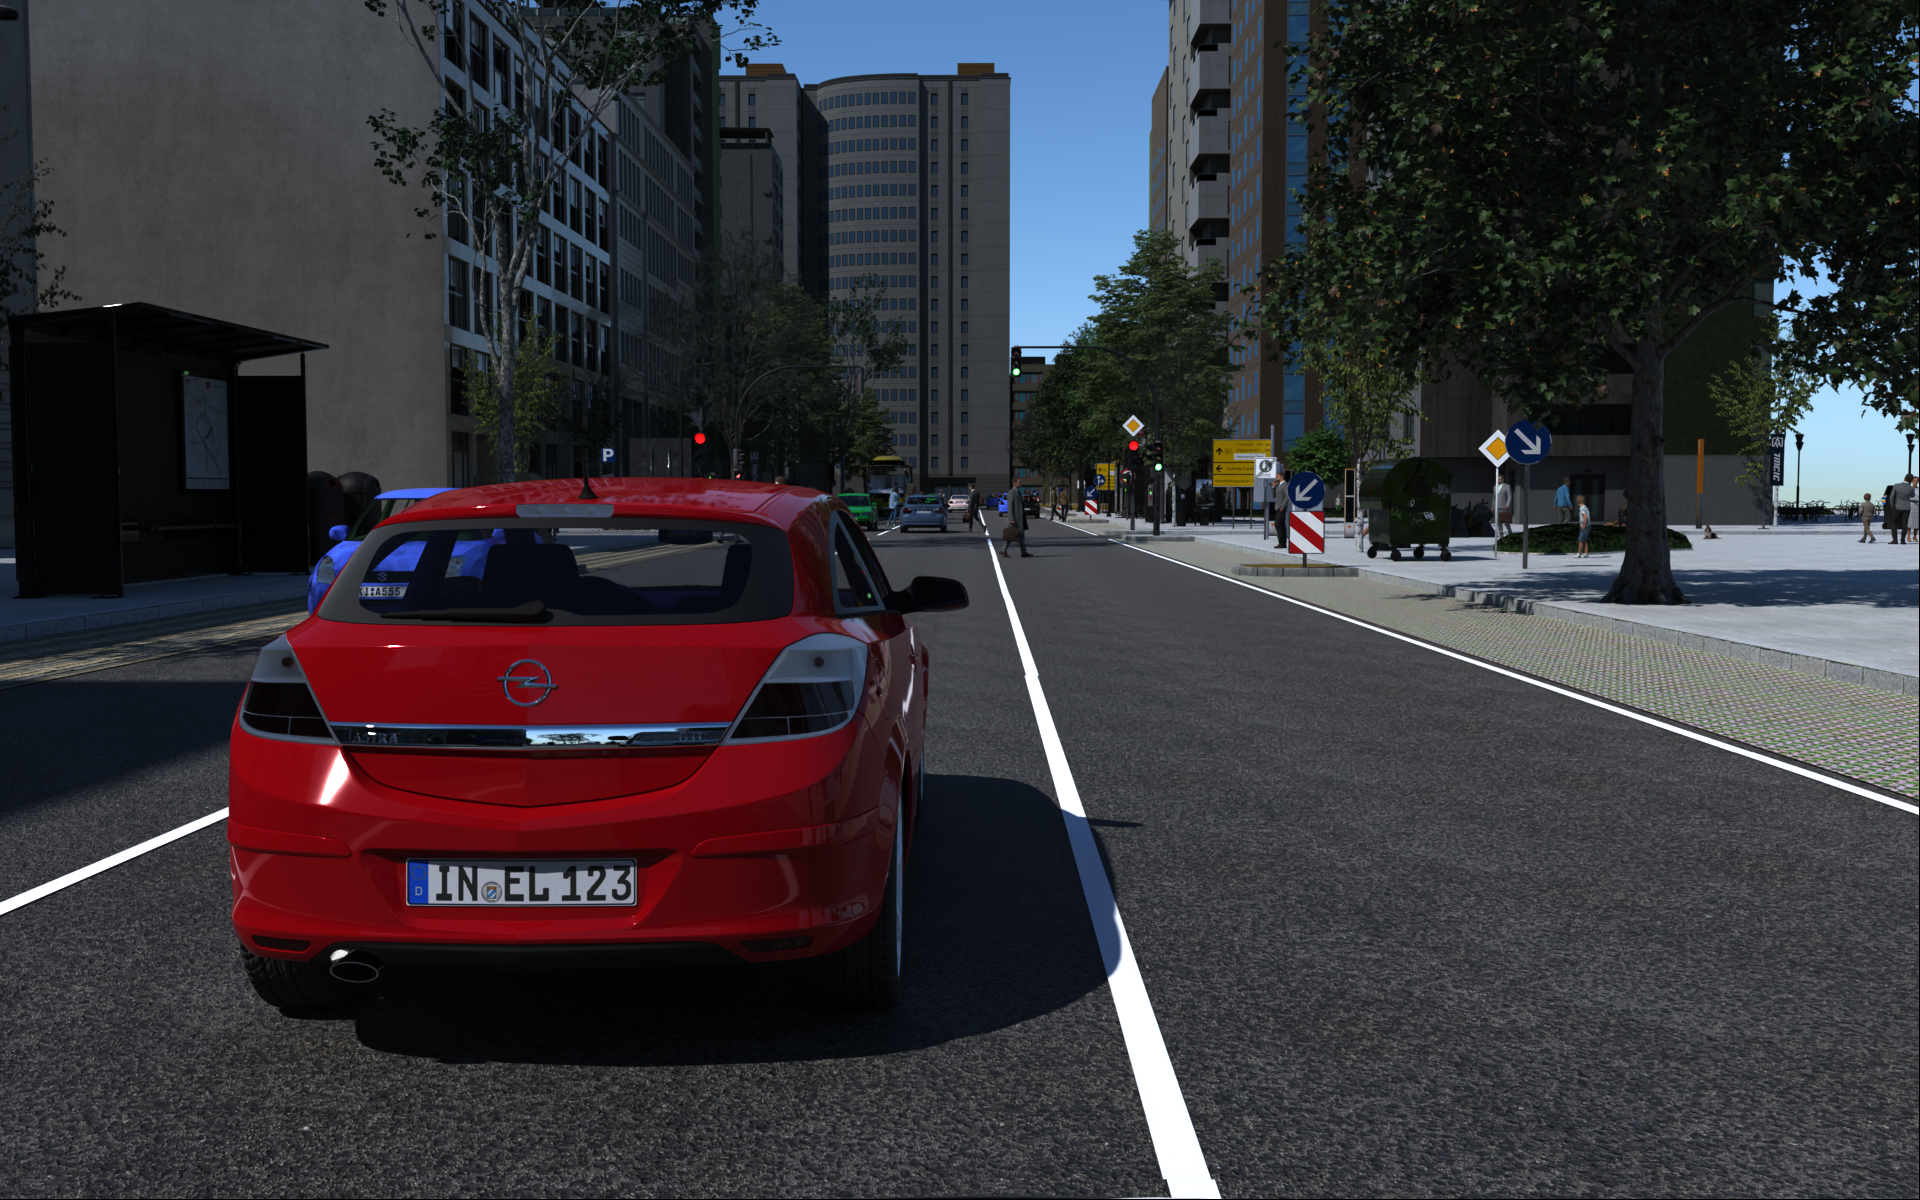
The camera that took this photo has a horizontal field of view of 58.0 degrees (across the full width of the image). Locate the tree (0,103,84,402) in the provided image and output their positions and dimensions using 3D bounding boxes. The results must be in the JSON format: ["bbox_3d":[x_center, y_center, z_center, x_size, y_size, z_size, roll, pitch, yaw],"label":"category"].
[{"bbox_3d":[-16.795,-4.757,28.142,4.360,8.622,3.978,0,3,0],"label":"tree"}]

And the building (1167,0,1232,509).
[{"bbox_3d":[33.706,-34.753,157.446,28.713,52.752,27.495,0,4,0],"label":"building"}]

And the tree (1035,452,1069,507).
[{"bbox_3d":[9.412,-13.836,176.581,4.737,8.622,4.395,0,3,0],"label":"tree"}]

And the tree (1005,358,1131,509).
[{"bbox_3d":[9.510,-14.659,150.045,12.009,13.543,11.850,0,3,0],"label":"tree"}]

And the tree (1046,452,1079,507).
[{"bbox_3d":[9.642,-13.276,167.418,4.360,8.622,3.978,0,3,0],"label":"tree"}]

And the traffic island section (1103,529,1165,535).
[{"bbox_3d":[6.134,-2.389,61.345,2.009,0.180,2.903,0,4,0],"label":"traffic island section"}]

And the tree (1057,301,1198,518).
[{"bbox_3d":[8.905,-10.168,92.003,9.928,11.665,9.643,0,3,0],"label":"tree"}]

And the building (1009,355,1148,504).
[{"bbox_3d":[21.601,-24.434,244.538,28.899,21.520,27.650,0,4,0],"label":"building"}]

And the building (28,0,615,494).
[{"bbox_3d":[-30.930,-17.392,88.872,19.350,26.468,34.151,0,4,0],"label":"building"}]

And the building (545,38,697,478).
[{"bbox_3d":[-26.196,-20.988,120.651,11.434,29.767,29.804,0,4,0],"label":"building"}]

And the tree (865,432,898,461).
[{"bbox_3d":[-9.624,-15.524,204.185,4.360,8.622,3.978,0,3,0],"label":"tree"}]

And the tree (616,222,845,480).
[{"bbox_3d":[-10.327,-10.300,78.778,12.009,13.543,11.850,0,3,0],"label":"tree"}]

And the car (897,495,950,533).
[{"bbox_3d":[-1.363,-3.254,65.209,2.014,1.417,4.499,0,4,-1],"label":"car"}]

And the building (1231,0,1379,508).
[{"bbox_3d":[26.153,-28.549,116.892,14.600,45.320,14.200,0,4,0],"label":"building"}]

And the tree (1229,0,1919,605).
[{"bbox_3d":[8.004,-6.310,20.175,9.611,12.733,9.660,0,3,0],"label":"tree"}]

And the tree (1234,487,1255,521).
[{"bbox_3d":[13.663,-5.376,82.493,1.663,3.219,1.824,0,3,0],"label":"tree"}]

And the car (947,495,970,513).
[{"bbox_3d":[0.028,-7.429,133.822,2.083,1.381,4.827,0,4,1],"label":"car"}]

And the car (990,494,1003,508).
[{"bbox_3d":[4.035,-10.639,184.170,2.015,1.641,3.980,0,4,1],"label":"car"}]

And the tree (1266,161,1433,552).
[{"bbox_3d":[8.739,-5.338,37.644,4.737,8.622,4.395,0,3,0],"label":"tree"}]

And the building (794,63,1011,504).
[{"bbox_3d":[-7.306,-42.716,240.400,28.212,58.520,21.231,0,4,0],"label":"building"}]

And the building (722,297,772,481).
[{"bbox_3d":[-33.512,-19.592,165.361,27.650,21.520,28.899,0,4,0],"label":"building"}]

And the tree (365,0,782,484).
[{"bbox_3d":[-9.854,-11.413,42.484,12.611,20.169,13.585,0,3,0],"label":"tree"}]

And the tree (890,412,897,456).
[{"bbox_3d":[-10.340,-16.098,181.331,7.486,12.596,7.792,0,3,0],"label":"tree"}]

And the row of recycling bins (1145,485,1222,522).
[{"bbox_3d":[10.269,-4.436,79.635,3.534,1.692,1.069,0,4,-6],"label":"row of recycling bins"}]

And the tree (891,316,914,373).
[{"bbox_3d":[-8.463,-17.758,146.234,12.611,20.169,13.585,0,3,0],"label":"tree"}]

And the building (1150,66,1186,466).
[{"bbox_3d":[27.272,-32.320,178.535,14.600,45.320,14.200,0,4,0],"label":"building"}]

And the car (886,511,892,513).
[{"bbox_3d":[-4.732,-7.678,134.570,2.155,1.783,4.494,0,4,2],"label":"car"}]

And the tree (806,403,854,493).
[{"bbox_3d":[-10.245,-11.240,134.130,4.360,8.622,3.978,0,3,0],"label":"tree"}]

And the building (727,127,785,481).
[{"bbox_3d":[-27.178,-31.302,195.381,14.086,41.232,14.154,0,4,0],"label":"building"}]

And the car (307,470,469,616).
[{"bbox_3d":[-5.515,-0.528,18.226,1.945,1.707,3.694,0,4,-1],"label":"car"}]

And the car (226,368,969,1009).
[{"bbox_3d":[-1.042,0.167,6.305,2.155,1.783,4.494,0,3,0],"label":"car"}]

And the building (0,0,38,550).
[{"bbox_3d":[-31.955,-12.236,36.221,21.152,22.565,11.583,0,4,0],"label":"building"}]

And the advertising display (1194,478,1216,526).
[{"bbox_3d":[9.982,-4.006,70.709,0.974,1.923,0.123,-2,4,-24],"label":"advertising display"}]

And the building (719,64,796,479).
[{"bbox_3d":[-35.517,-42.733,240.683,28.212,58.520,21.231,0,4,0],"label":"building"}]

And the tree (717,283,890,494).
[{"bbox_3d":[-9.271,-10.698,93.045,7.486,12.596,7.792,0,3,0],"label":"tree"}]

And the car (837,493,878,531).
[{"bbox_3d":[-4.187,-3.622,68.020,1.959,1.807,4.718,0,3,0],"label":"car"}]

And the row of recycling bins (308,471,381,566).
[{"bbox_3d":[-11.724,-1.447,30.768,1.069,1.692,3.534,2,4,24],"label":"row of recycling bins"}]

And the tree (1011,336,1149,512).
[{"bbox_3d":[8.703,-12.640,123.674,9.611,12.733,9.660,0,3,0],"label":"tree"}]

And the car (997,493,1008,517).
[{"bbox_3d":[3.324,-6.186,110.732,1.945,1.707,3.694,0,3,0],"label":"car"}]

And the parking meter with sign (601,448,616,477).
[{"bbox_3d":[-13.109,-4.174,64.501,0.543,3.016,1.738,-1,4,-10],"label":"parking meter with sign"}]

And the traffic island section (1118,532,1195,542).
[{"bbox_3d":[6.067,-1.901,53.361,2.009,0.180,2.903,0,4,0],"label":"traffic island section"}]

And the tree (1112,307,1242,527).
[{"bbox_3d":[8.120,-7.149,67.241,4.360,8.622,3.978,0,3,0],"label":"tree"}]

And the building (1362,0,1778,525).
[{"bbox_3d":[26.508,-18.684,77.187,14.107,30.474,14.160,0,4,0],"label":"building"}]

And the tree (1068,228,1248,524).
[{"bbox_3d":[8.568,-9.584,74.832,7.486,12.596,7.792,0,3,0],"label":"tree"}]

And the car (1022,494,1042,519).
[{"bbox_3d":[3.843,-5.670,102.495,2.009,1.686,4.222,0,4,1],"label":"car"}]

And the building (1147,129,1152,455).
[{"bbox_3d":[27.946,-31.212,193.915,14.154,41.232,14.086,0,4,0],"label":"building"}]

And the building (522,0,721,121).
[{"bbox_3d":[-27.649,-28.114,143.257,14.154,41.232,14.086,0,4,0],"label":"building"}]

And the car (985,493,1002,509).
[{"bbox_3d":[3.345,-9.369,162.774,1.945,1.707,3.694,0,4,0],"label":"car"}]
